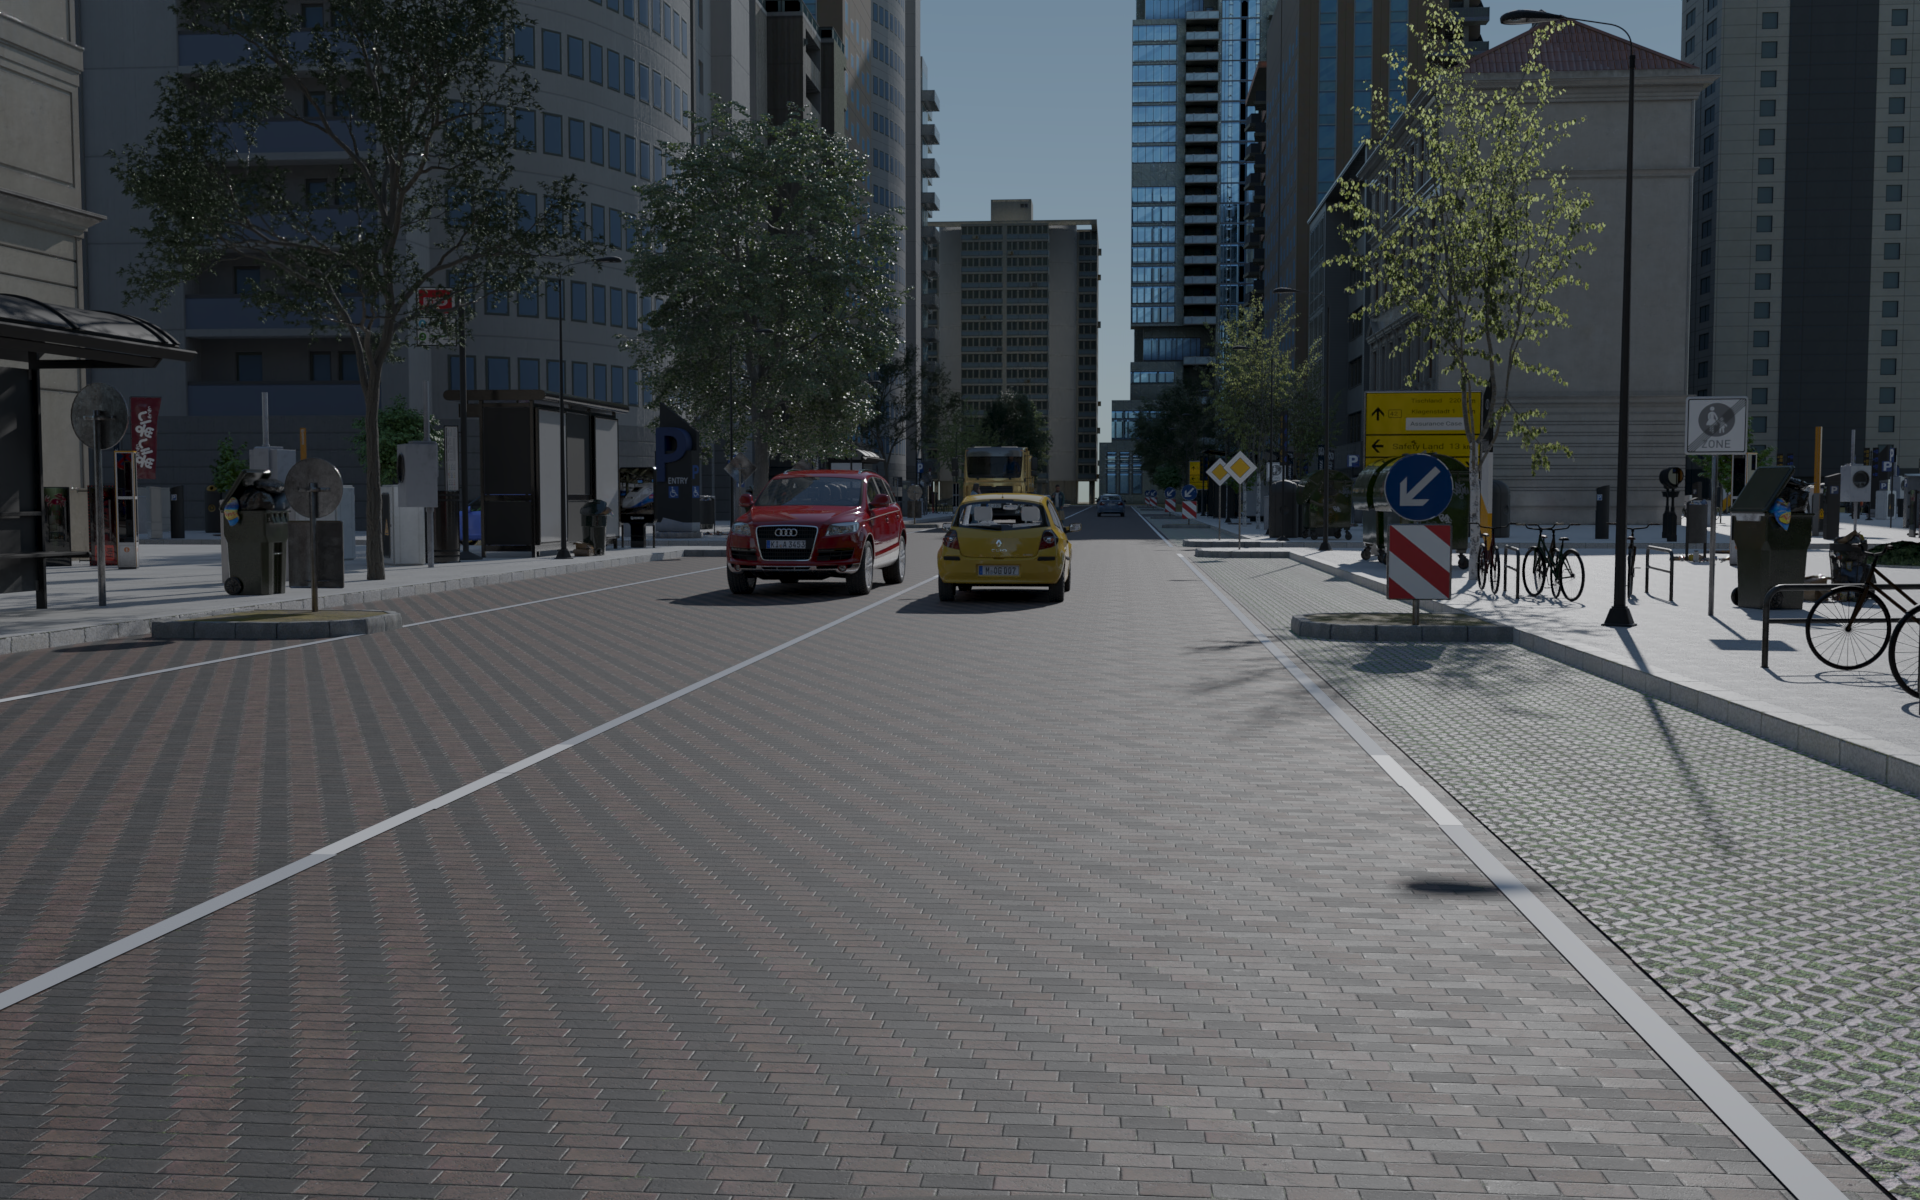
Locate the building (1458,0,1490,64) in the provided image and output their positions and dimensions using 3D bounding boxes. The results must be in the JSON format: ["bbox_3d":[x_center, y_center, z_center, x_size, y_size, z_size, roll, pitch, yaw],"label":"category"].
[{"bbox_3d":[32.971,-29.798,137.302,14.600,45.320,14.200,0,4,5],"label":"building"}]

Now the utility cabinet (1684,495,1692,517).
[{"bbox_3d":[40.629,-5.217,96.455,0.306,1.237,1.020,3,5,40],"label":"utility cabinet"}]

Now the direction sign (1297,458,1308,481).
[{"bbox_3d":[21.745,-7.227,110.154,0.876,3.537,0.379,3,5,43],"label":"direction sign"}]

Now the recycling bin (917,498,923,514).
[{"bbox_3d":[-2.790,-5.813,107.600,0.722,1.027,0.722,3,4,36],"label":"recycling bin"}]

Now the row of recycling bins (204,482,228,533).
[{"bbox_3d":[-23.502,-3.032,56.686,3.534,1.692,1.069,3,4,36],"label":"row of recycling bins"}]

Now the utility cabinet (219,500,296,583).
[{"bbox_3d":[-10.235,-0.863,25.279,0.306,1.237,1.020,3,5,41],"label":"utility cabinet"}]

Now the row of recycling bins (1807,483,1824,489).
[{"bbox_3d":[39.497,-4.441,79.730,1.069,1.692,3.534,1,4,18],"label":"row of recycling bins"}]

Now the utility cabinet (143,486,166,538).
[{"bbox_3d":[-23.310,-2.535,50.132,0.318,1.500,1.173,-2,4,-30],"label":"utility cabinet"}]

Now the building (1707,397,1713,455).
[{"bbox_3d":[78.541,-36.746,220.402,30.456,49.044,23.786,0,4,5],"label":"building"}]

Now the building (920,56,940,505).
[{"bbox_3d":[-17.743,-34.372,181.598,30.456,49.044,23.786,0,4,5],"label":"building"}]

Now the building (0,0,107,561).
[{"bbox_3d":[-31.746,-11.860,27.190,30.059,22.955,16.112,0,4,5],"label":"building"}]

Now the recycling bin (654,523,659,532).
[{"bbox_3d":[-9.553,-2.709,56.851,0.722,1.027,0.722,2,4,27],"label":"recycling bin"}]

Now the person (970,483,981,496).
[{"bbox_3d":[0.462,-2.970,57.323,0.793,1.790,0.793,3,4,39],"label":"person"}]

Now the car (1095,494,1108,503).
[{"bbox_3d":[14.347,-9.699,170.374,2.131,1.459,4.920,0,4,4],"label":"car"}]

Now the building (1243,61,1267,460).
[{"bbox_3d":[39.980,-31.750,173.733,22.147,44.769,28.867,0,4,5],"label":"building"}]

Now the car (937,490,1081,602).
[{"bbox_3d":[0.692,-0.873,24.495,2.015,1.641,3.980,0,4,5],"label":"car"}]

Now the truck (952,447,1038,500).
[{"bbox_3d":[1.681,-4.736,73.359,3.469,3.379,9.791,0,4,5],"label":"truck"}]

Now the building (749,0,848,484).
[{"bbox_3d":[-14.706,-20.251,102.802,14.160,30.474,14.107,0,4,5],"label":"building"}]

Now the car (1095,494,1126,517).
[{"bbox_3d":[9.644,-6.040,110.755,2.014,1.417,4.499,0,4,4],"label":"car"}]

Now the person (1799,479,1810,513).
[{"bbox_3d":[19.949,-2.042,42.106,0.699,1.804,1.509,-2,4,-32],"label":"person"}]

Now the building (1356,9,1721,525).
[{"bbox_3d":[25.732,-14.969,80.902,11.583,22.565,21.152,0,4,5],"label":"building"}]

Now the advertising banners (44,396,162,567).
[{"bbox_3d":[-15.324,-2.121,30.872,2.074,3.025,0.090,-1,4,-20],"label":"advertising banners"}]

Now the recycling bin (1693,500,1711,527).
[{"bbox_3d":[29.438,-3.427,68.580,0.722,1.027,0.722,2,4,29],"label":"recycling bin"}]

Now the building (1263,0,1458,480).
[{"bbox_3d":[34.293,-30.692,151.918,14.600,45.320,14.200,0,4,5],"label":"building"}]

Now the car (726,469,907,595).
[{"bbox_3d":[-2.090,-1.085,26.415,2.281,1.827,5.304,0,4,7],"label":"car"}]

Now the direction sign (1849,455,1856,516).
[{"bbox_3d":[51.376,-6.583,99.628,0.379,3.537,0.876,3,4,37],"label":"direction sign"}]

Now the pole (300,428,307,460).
[{"bbox_3d":[-20.228,-3.644,53.418,0.158,3.312,0.155,0,3,0],"label":"pole"}]

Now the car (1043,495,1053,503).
[{"bbox_3d":[6.709,-7.870,141.035,2.083,1.381,4.827,0,4,5],"label":"car"}]

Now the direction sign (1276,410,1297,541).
[{"bbox_3d":[8.843,-3.387,47.369,0.379,3.537,0.876,0,4,-2],"label":"direction sign"}]

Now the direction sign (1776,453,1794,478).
[{"bbox_3d":[45.954,-6.394,96.540,0.876,3.537,0.379,3,4,39],"label":"direction sign"}]

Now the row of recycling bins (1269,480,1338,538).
[{"bbox_3d":[10.304,-2.734,51.806,1.069,1.692,3.534,3,5,39],"label":"row of recycling bins"}]

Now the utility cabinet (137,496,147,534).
[{"bbox_3d":[-26.459,-2.748,56.087,0.306,1.237,1.020,1,4,19],"label":"utility cabinet"}]

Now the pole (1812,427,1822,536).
[{"bbox_3d":[25.973,-3.586,52.470,0.158,3.312,0.155,0,3,0],"label":"pole"}]

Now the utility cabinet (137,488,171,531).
[{"bbox_3d":[-27.571,-3.079,59.021,1.173,1.500,0.318,-3,5,-45],"label":"utility cabinet"}]

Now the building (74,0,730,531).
[{"bbox_3d":[-22.159,-32.443,72.450,21.231,58.520,28.212,0,4,5],"label":"building"}]

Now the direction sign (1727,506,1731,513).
[{"bbox_3d":[51.497,-7.575,115.844,0.379,3.537,0.876,0,4,-7],"label":"direction sign"}]

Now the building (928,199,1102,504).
[{"bbox_3d":[6.756,-32.972,230.972,23.993,40.220,32.217,0,4,5],"label":"building"}]

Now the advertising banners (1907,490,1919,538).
[{"bbox_3d":[28.163,-3.329,50.609,0.090,3.025,2.074,1,4,9],"label":"advertising banners"}]

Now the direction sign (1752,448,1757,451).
[{"bbox_3d":[39.081,-5.750,86.016,0.379,3.537,0.876,-3,4,-38],"label":"direction sign"}]

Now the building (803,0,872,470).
[{"bbox_3d":[-14.577,-29.463,131.834,14.600,45.320,14.200,0,4,5],"label":"building"}]

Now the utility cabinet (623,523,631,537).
[{"bbox_3d":[-9.875,-2.509,52.191,0.306,1.237,1.020,0,4,3],"label":"utility cabinet"}]

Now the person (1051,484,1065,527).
[{"bbox_3d":[4.065,-3.840,71.262,0.794,1.824,0.713,3,5,42],"label":"person"}]

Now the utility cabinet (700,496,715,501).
[{"bbox_3d":[-10.516,-3.715,71.897,0.306,1.237,1.020,1,4,20],"label":"utility cabinet"}]

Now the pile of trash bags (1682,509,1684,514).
[{"bbox_3d":[46.486,-6.308,112.884,1.912,1.369,3.447,0,4,-2],"label":"pile of trash bags"}]

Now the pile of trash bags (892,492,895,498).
[{"bbox_3d":[-4.205,-4.622,85.322,1.912,1.369,3.447,2,4,29],"label":"pile of trash bags"}]

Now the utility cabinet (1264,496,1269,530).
[{"bbox_3d":[11.415,-3.113,62.058,1.020,1.237,0.306,2,4,31],"label":"utility cabinet"}]

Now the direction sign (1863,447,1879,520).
[{"bbox_3d":[44.384,-5.654,84.445,0.379,3.537,0.876,-1,4,-20],"label":"direction sign"}]

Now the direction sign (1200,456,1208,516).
[{"bbox_3d":[14.392,-6.746,102.296,0.379,3.537,0.876,3,4,38],"label":"direction sign"}]

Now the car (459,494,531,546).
[{"bbox_3d":[-12.558,-2.288,47.003,3.694,1.707,1.945,0,4,5],"label":"car"}]

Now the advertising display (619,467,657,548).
[{"bbox_3d":[-7.681,-2.208,41.311,0.974,1.923,0.123,1,4,19],"label":"advertising display"}]

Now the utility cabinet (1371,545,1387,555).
[{"bbox_3d":[8.861,-1.692,36.338,0.318,1.500,1.173,1,4,23],"label":"utility cabinet"}]

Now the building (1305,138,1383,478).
[{"bbox_3d":[29.948,-17.557,106.117,14.314,24.678,30.058,0,4,5],"label":"building"}]

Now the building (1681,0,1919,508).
[{"bbox_3d":[83.007,-44.956,173.288,20.611,71.187,20.563,0,4,5],"label":"building"}]

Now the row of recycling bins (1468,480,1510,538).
[{"bbox_3d":[15.493,-2.760,52.238,1.069,1.692,3.534,-1,4,-8],"label":"row of recycling bins"}]

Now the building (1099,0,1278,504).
[{"bbox_3d":[33.748,-55.666,222.816,31.000,86.520,22.319,0,4,5],"label":"building"}]

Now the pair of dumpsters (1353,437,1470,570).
[{"bbox_3d":[8.220,-1.771,31.450,1.574,2.255,4.437,0,4,5],"label":"pair of dumpsters"}]

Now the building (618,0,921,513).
[{"bbox_3d":[-15.501,-37.395,153.410,21.231,58.520,28.212,0,4,5],"label":"building"}]

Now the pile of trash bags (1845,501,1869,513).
[{"bbox_3d":[60.341,-6.502,116.062,1.912,1.369,3.447,2,4,26],"label":"pile of trash bags"}]
